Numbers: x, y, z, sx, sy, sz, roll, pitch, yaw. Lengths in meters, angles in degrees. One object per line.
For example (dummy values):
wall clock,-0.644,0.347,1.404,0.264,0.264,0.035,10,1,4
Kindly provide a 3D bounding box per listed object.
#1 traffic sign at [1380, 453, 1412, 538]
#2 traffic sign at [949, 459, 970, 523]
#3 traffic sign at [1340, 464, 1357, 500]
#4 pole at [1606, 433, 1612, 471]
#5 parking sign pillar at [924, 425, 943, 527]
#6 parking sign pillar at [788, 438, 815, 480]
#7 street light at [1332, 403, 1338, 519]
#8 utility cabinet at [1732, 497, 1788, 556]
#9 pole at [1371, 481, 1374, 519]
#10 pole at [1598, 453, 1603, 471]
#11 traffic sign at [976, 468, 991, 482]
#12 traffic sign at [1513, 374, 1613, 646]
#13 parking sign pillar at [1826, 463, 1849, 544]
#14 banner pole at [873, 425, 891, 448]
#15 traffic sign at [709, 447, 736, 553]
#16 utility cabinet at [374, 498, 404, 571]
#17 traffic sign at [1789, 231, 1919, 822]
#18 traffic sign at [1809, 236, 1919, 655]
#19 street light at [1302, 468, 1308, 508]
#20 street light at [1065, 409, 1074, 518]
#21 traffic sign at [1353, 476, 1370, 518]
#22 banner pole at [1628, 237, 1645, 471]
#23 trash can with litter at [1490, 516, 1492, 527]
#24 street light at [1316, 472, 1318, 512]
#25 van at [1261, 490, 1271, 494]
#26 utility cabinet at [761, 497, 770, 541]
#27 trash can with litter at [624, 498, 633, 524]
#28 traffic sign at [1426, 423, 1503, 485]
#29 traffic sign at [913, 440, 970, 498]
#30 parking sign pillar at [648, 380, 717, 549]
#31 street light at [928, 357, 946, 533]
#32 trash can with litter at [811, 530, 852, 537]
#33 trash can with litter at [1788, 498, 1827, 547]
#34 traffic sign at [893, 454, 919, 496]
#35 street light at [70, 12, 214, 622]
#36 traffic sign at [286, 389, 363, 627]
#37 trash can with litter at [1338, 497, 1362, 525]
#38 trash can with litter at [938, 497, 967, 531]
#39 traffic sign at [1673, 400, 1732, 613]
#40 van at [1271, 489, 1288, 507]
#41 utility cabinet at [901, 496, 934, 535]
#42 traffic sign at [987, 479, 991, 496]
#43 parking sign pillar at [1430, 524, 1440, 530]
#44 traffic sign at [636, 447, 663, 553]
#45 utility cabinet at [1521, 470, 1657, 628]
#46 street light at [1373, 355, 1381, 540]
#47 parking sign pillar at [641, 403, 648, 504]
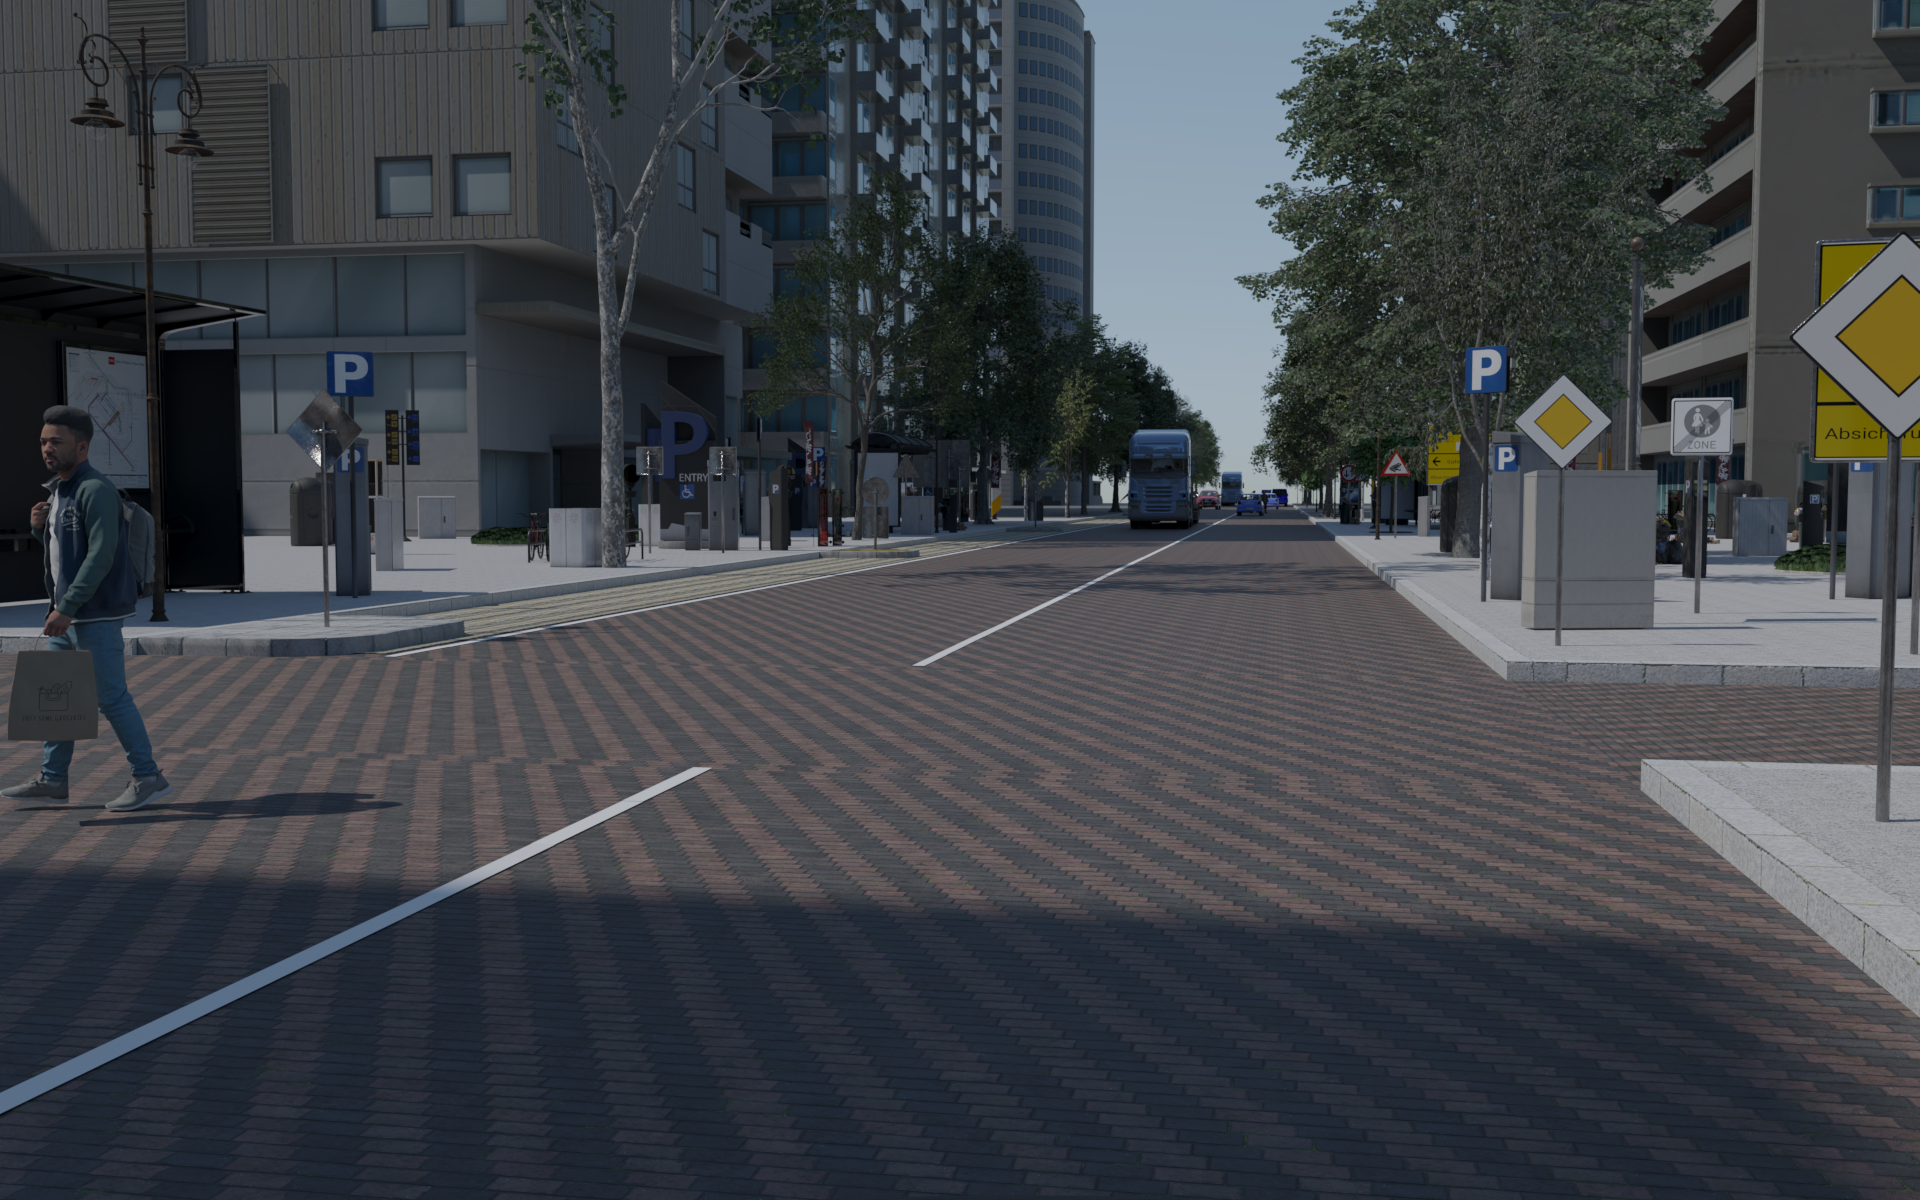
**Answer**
traffic sign,12.625,-3.068,50.166,0.884,2.594,0.081,1,4,20
traffic sign,-0.028,-3.795,62.149,0.768,2.556,0.104,1,4,11
traffic sign,16.692,-4.541,74.344,0.768,2.556,0.104,1,4,13
pole,21.711,-3.923,57.991,0.158,3.312,0.155,0,3,0
parking sign pillar,-1.032,-4.809,67.100,1.447,3.967,1.447,1,4,16
parking sign pillar,-7.513,-5.730,82.159,1.447,3.967,1.447,0,4,-5
street light,19.069,-7.045,87.979,0.468,5.910,1.993,1,4,10
utility cabinet,16.559,-1.509,35.842,1.020,1.237,0.306,0,4,-1
pole,21.004,-5.765,88.101,0.158,3.312,0.155,0,3,0
pole,31.430,-5.579,85.062,0.158,3.312,0.155,0,3,0
traffic sign,1.091,-4.911,80.407,0.768,2.556,0.104,1,4,16
traffic sign,5.054,-0.669,14.580,0.795,2.450,0.064,1,4,10
parking sign pillar,19.823,-3.032,38.041,1.447,3.967,1.447,-3,5,-43
banner pole,-2.862,-4.433,62.493,0.863,3.779,0.401,-1,4,-19
traffic sign,-5.143,-2.167,37.567,0.606,2.300,0.079,1,4,11
utility cabinet,-9.643,-1.106,29.247,0.306,1.237,1.020,0,4,-8
traffic sign,3.613,-0.189,6.725,0.795,2.450,0.064,1,4,10
traffic sign,7.939,-1.210,13.651,2.265,3.308,0.079,1,4,18
street light,32.613,-11.612,162.638,0.468,5.910,1.993,1,4,10
street light,5.808,-7.322,92.510,0.468,5.910,1.993,1,4,10
traffic sign,17.282,-4.588,75.016,0.884,2.594,0.081,1,4,17
banner pole,6.709,-1.662,17.192,0.401,3.779,0.863,2,4,28
trash can with litter,7.758,-0.809,24.615,0.624,1.170,1.055,0,4,7
street light,25.357,-9.187,122.991,0.468,5.910,1.993,1,4,10
van,42.025,-14.182,236.267,2.240,2.365,5.245,1,4,12
utility cabinet,-5.238,-2.217,47.406,0.306,1.237,1.020,0,4,2
trash can with litter,-10.111,-2.393,50.519,1.055,1.170,0.624,-3,5,-44
traffic sign,14.608,-3.426,49.890,2.265,3.308,0.079,1,4,13
traffic sign,-0.719,-4.373,65.376,2.265,3.308,0.079,1,4,18
parking sign pillar,-6.415,-3.206,40.897,1.447,3.967,1.447,0,4,3
street light,-0.763,-5.141,56.842,0.468,5.910,1.993,1,4,10
trash can with litter,-3.706,-2.549,52.733,1.678,1.210,2.233,-1,4,-9
trash can with litter,19.845,-1.785,40.572,0.624,1.170,1.055,1,4,22
traffic sign,-1.747,-3.415,55.838,0.884,2.594,0.081,1,4,13
street light,-8.076,-2.722,17.285,0.468,5.910,1.993,1,4,10
traffic sign,-6.101,-0.795,16.640,0.795,2.450,0.064,1,4,10
trash can with litter,16.493,-3.774,73.093,0.624,1.170,1.055,-3,4,-39
trash can with litter,-0.267,-3.011,60.613,0.624,1.170,1.055,3,5,42
traffic sign,7.921,-1.004,18.547,0.606,2.300,0.079,1,4,17
van,36.183,-11.754,196.555,2.240,2.365,5.245,1,4,8
utility cabinet,-1.334,-2.652,54.518,1.020,1.237,0.306,1,4,22
traffic sign,1.377,-5.368,87.865,0.768,2.556,0.104,1,4,13
parking sign pillar,17.693,-4.531,62.552,1.447,3.967,1.447,1,4,10
traffic sign,-6.699,-2.156,37.376,0.606,2.300,0.079,1,4,12
utility cabinet,5.959,-0.474,16.432,1.173,1.500,0.318,0,4,-5
street light,11.718,-4.626,48.429,0.468,5.910,1.993,1,4,10
parking sign pillar,-8.989,-3.877,51.866,1.447,3.967,1.447,2,4,26
